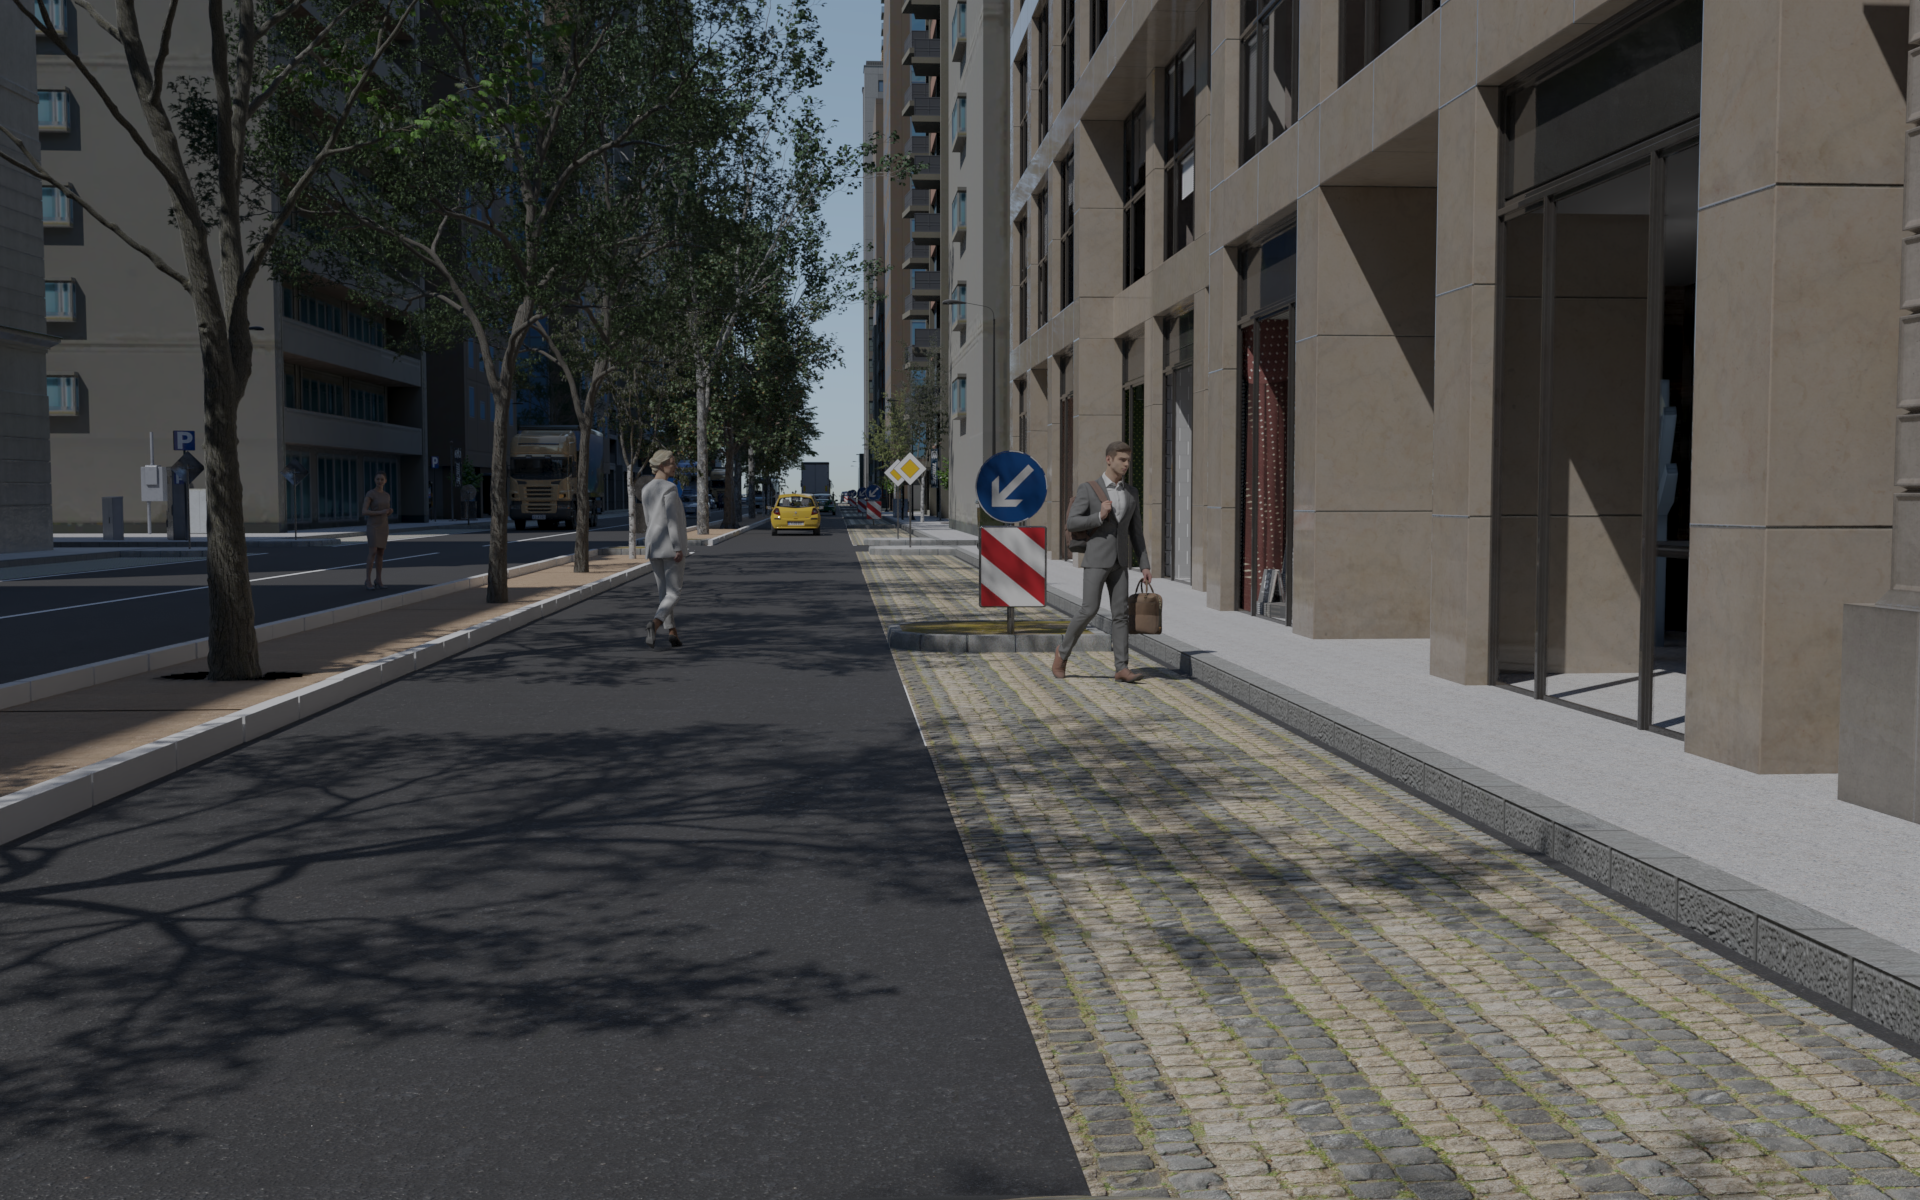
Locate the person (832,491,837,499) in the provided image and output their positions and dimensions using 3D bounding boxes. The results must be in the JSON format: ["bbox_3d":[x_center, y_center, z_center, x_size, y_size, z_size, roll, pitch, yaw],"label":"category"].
[{"bbox_3d":[-19.065,-15.435,260.877,0.705,1.823,1.348,3,5,44],"label":"person"}]

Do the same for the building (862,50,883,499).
[{"bbox_3d":[-2.770,-42.571,238.027,21.231,58.520,28.212,0,4,-4],"label":"building"}]

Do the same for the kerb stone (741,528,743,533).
[{"bbox_3d":[-7.977,-2.440,62.183,0.120,0.150,1.000,0,4,-4],"label":"kerb stone"}]

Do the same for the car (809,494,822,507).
[{"bbox_3d":[-9.181,-5.625,102.189,2.015,1.641,3.980,0,4,-4],"label":"car"}]

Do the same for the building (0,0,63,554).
[{"bbox_3d":[-41.544,-15.468,29.318,44.131,29.872,17.030,0,4,-4],"label":"building"}]

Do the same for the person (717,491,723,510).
[{"bbox_3d":[-21.215,-8.801,153.313,0.541,1.710,0.530,-1,4,-21],"label":"person"}]

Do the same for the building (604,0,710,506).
[{"bbox_3d":[-45.956,-49.406,246.034,20.563,71.187,20.611,0,4,-4],"label":"building"}]

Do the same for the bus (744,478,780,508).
[{"bbox_3d":[-20.234,-11.206,178.079,2.948,3.499,13.247,0,4,-2],"label":"bus"}]

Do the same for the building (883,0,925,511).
[{"bbox_3d":[0.542,-30.529,149.259,14.600,45.320,14.200,0,4,-4],"label":"building"}]

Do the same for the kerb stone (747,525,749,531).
[{"bbox_3d":[-8.274,-2.693,66.271,0.120,0.150,1.000,0,4,-4],"label":"kerb stone"}]

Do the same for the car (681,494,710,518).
[{"bbox_3d":[-15.908,-5.592,103.434,2.014,1.417,4.499,0,4,-3],"label":"car"}]

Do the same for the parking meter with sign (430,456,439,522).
[{"bbox_3d":[-25.069,-5.142,80.336,1.738,3.016,0.543,1,4,18],"label":"parking meter with sign"}]

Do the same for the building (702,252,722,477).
[{"bbox_3d":[-43.982,-37.583,264.584,14.600,45.320,14.200,0,4,-4],"label":"building"}]

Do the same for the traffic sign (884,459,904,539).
[{"bbox_3d":[-1.773,-2.802,49.448,0.795,2.450,0.064,0,4,-4],"label":"traffic sign"}]

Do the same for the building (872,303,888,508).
[{"bbox_3d":[5.430,-20.008,172.174,27.650,21.520,28.899,0,4,-4],"label":"building"}]

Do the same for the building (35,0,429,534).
[{"bbox_3d":[-33.606,-26.975,64.742,21.300,48.544,21.600,0,4,-4],"label":"building"}]

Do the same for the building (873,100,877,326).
[{"bbox_3d":[-2.578,-33.190,192.760,14.600,45.320,14.200,0,4,-4],"label":"building"}]

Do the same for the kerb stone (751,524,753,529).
[{"bbox_3d":[-8.490,-2.884,69.345,0.120,0.150,1.000,0,4,-4],"label":"kerb stone"}]

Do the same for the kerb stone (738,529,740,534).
[{"bbox_3d":[-7.823,-2.316,60.135,0.120,0.150,1.000,0,4,-4],"label":"kerb stone"}]

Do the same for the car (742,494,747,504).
[{"bbox_3d":[-28.093,-13.066,225.636,2.014,1.417,4.499,0,4,-5],"label":"car"}]

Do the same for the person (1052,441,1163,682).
[{"bbox_3d":[1.115,-0.290,13.199,0.622,1.834,0.822,-3,4,-37],"label":"person"}]

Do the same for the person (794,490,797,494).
[{"bbox_3d":[-17.408,-10.770,184.456,0.599,1.838,0.709,0,4,-1],"label":"person"}]

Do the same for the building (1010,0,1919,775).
[{"bbox_3d":[11.999,-13.469,24.726,19.350,26.468,34.151,0,4,-4],"label":"building"}]

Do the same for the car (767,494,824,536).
[{"bbox_3d":[-5.780,-3.094,60.812,2.015,1.641,3.980,0,4,-6],"label":"car"}]

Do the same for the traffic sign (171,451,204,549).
[{"bbox_3d":[-17.947,-2.242,40.293,0.795,2.450,0.064,0,4,-4],"label":"traffic sign"}]

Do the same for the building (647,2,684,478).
[{"bbox_3d":[-44.997,-55.438,219.090,22.319,86.520,31.000,0,4,-4],"label":"building"}]

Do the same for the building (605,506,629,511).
[{"bbox_3d":[-39.133,-43.678,152.386,20.563,71.187,20.611,0,4,-4],"label":"building"}]

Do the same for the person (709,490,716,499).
[{"bbox_3d":[-24.823,-10.071,172.797,0.705,1.869,1.348,2,4,26],"label":"person"}]

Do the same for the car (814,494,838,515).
[{"bbox_3d":[-9.338,-6.474,117.650,2.131,1.459,4.920,0,4,-4],"label":"car"}]

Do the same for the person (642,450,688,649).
[{"bbox_3d":[-2.759,-0.466,15.996,0.514,1.842,0.818,1,4,23],"label":"person"}]

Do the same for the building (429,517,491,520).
[{"bbox_3d":[-32.131,-27.028,92.025,14.600,45.320,14.200,0,4,-4],"label":"building"}]

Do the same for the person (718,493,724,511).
[{"bbox_3d":[-19.065,-8.100,141.020,1.350,1.814,0.705,0,4,7],"label":"person"}]

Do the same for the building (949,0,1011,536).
[{"bbox_3d":[10.365,-26.710,60.417,21.600,48.544,21.300,0,4,-4],"label":"building"}]

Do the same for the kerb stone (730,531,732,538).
[{"bbox_3d":[-7.533,-2.069,56.030,0.120,0.150,1.000,0,4,-4],"label":"kerb stone"}]

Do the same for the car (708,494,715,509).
[{"bbox_3d":[-24.052,-9.246,163.169,2.014,1.417,4.499,0,4,-5],"label":"car"}]

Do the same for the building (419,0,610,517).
[{"bbox_3d":[-31.254,-28.391,114.305,14.600,45.320,14.200,0,4,-4],"label":"building"}]

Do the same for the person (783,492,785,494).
[{"bbox_3d":[-19.919,-11.427,196.256,0.530,1.710,0.541,1,4,12],"label":"person"}]

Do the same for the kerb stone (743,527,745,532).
[{"bbox_3d":[-8.042,-2.505,63.203,0.120,0.150,1.000,0,4,-4],"label":"kerb stone"}]

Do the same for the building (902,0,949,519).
[{"bbox_3d":[8.002,-27.135,98.289,22.147,44.769,28.867,0,4,-4],"label":"building"}]

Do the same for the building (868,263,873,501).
[{"bbox_3d":[-4.539,-27.250,217.235,14.160,30.474,14.107,0,4,-4],"label":"building"}]

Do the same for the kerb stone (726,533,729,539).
[{"bbox_3d":[-7.376,-1.944,53.979,0.120,0.150,1.000,0,4,-4],"label":"kerb stone"}]

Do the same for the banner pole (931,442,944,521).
[{"bbox_3d":[-1.124,-5.736,83.805,0.863,3.779,0.401,3,5,43],"label":"banner pole"}]

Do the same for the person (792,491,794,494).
[{"bbox_3d":[-19.358,-11.640,199.531,0.721,1.743,1.217,3,5,39],"label":"person"}]

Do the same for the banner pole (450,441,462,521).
[{"bbox_3d":[-23.881,-5.628,82.031,0.401,3.779,0.863,2,4,31],"label":"banner pole"}]

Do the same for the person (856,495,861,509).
[{"bbox_3d":[-8.950,-8.845,153.667,0.990,1.755,0.434,-2,4,-28],"label":"person"}]

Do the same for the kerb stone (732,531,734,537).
[{"bbox_3d":[-7.606,-2.132,57.060,0.120,0.150,1.000,0,4,-4],"label":"kerb stone"}]

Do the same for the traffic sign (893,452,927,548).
[{"bbox_3d":[-1.195,-2.314,41.483,0.795,2.450,0.064,0,4,-4],"label":"traffic sign"}]

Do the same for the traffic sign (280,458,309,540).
[{"bbox_3d":[-18.525,-2.729,48.257,0.795,2.450,0.064,0,4,-4],"label":"traffic sign"}]

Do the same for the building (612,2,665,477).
[{"bbox_3d":[-44.812,-35.943,176.905,28.713,52.752,27.495,0,4,-4],"label":"building"}]

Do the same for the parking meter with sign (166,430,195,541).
[{"bbox_3d":[-21.771,-3.179,48.237,0.543,3.016,1.738,-3,4,-37],"label":"parking meter with sign"}]

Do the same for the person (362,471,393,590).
[{"bbox_3d":[-8.749,-1.054,26.074,0.374,1.781,0.599,2,4,28],"label":"person"}]

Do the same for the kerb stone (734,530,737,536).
[{"bbox_3d":[-7.669,-2.195,58.084,0.120,0.150,1.000,0,4,-4],"label":"kerb stone"}]

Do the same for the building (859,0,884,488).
[{"bbox_3d":[-4.388,-58.391,267.359,22.319,86.520,31.000,0,4,-4],"label":"building"}]

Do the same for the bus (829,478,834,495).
[{"bbox_3d":[-19.273,-15.352,242.549,2.896,3.916,12.252,0,4,-3],"label":"bus"}]
